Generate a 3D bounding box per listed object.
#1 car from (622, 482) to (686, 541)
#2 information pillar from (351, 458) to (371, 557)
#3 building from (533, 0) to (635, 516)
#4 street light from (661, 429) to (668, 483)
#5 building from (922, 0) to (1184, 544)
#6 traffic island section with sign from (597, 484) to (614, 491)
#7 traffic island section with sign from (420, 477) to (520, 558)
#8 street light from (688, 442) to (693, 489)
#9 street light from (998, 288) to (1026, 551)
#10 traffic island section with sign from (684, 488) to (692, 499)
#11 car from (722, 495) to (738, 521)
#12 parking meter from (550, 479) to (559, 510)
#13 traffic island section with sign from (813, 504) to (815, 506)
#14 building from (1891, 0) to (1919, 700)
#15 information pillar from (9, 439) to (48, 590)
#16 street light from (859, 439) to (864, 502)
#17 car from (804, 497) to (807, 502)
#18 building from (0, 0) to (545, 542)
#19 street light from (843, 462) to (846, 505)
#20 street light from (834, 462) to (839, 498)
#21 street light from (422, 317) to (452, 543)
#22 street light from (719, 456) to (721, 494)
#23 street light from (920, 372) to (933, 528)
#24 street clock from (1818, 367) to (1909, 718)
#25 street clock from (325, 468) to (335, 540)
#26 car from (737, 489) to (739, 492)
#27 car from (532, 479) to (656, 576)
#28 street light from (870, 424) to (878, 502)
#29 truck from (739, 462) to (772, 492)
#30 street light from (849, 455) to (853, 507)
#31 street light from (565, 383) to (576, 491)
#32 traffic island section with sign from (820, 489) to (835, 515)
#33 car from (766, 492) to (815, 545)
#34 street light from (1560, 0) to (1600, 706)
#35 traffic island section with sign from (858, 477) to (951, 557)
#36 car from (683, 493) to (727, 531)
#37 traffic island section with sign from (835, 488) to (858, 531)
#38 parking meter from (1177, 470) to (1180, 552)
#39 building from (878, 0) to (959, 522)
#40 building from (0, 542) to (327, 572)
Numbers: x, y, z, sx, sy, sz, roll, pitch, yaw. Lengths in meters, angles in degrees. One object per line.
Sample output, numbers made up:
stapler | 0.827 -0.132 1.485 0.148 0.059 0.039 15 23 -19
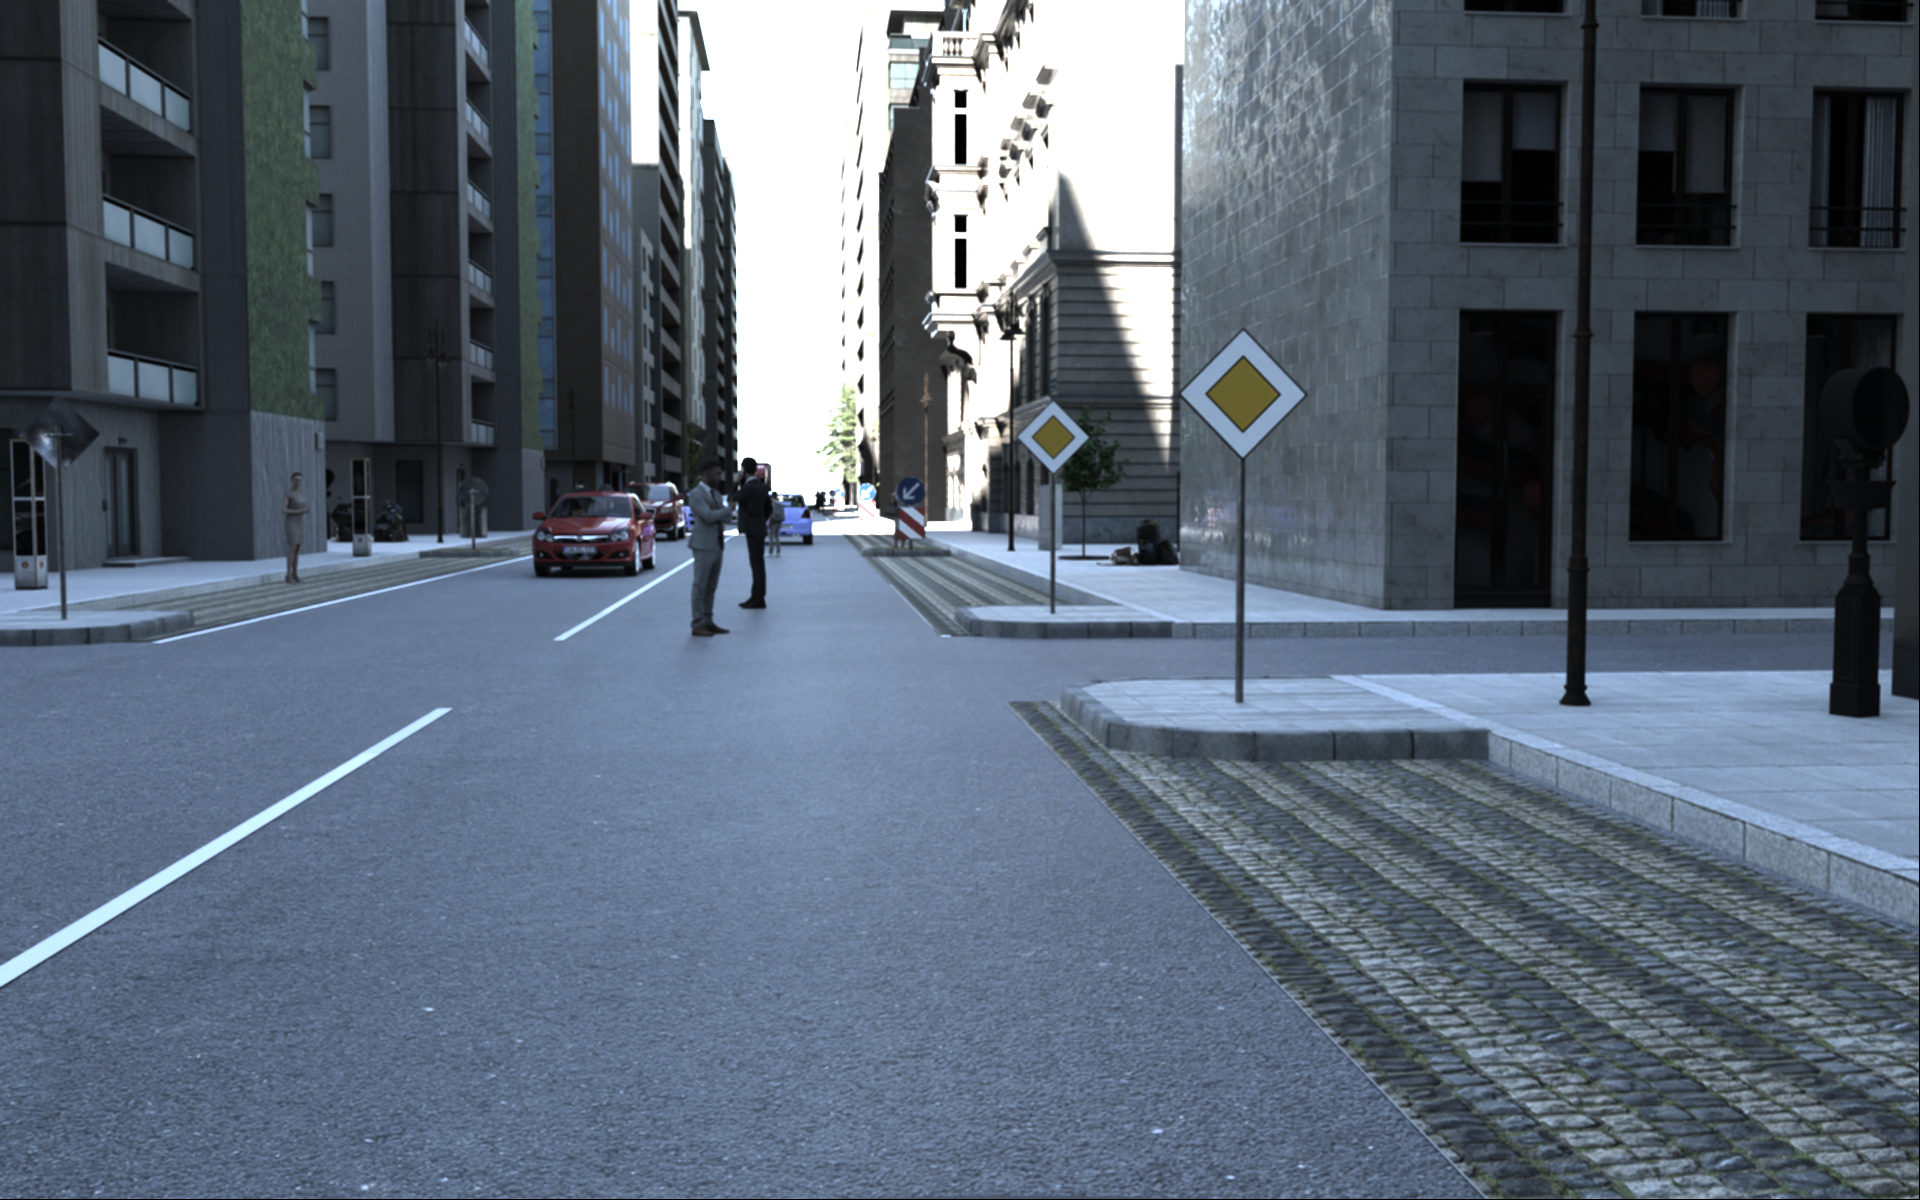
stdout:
car | -9.782 -2.801 54.477 2.281 1.827 5.304 0 4 -5
information pillar | -12.297 -1.900 35.563 0.304 2.012 0.304 0 4 -5
building | -22.554 -26.181 78.169 14.600 45.320 14.200 0 4 -5
street light | -20.627 -9.058 120.878 0.468 5.910 1.993 0 4 -5
building | 6.019 -14.783 60.786 14.460 24.649 34.723 0 4 -5
traffic island section with sign | -13.691 -3.572 67.028 1.989 1.847 2.006 0 4 -5
traffic island section with sign | -11.198 -1.902 39.728 1.989 1.847 2.006 0 4 -5
street light | -23.095 -10.766 148.806 0.468 5.910 1.993 0 4 -5
street light | 1.159 -4.047 38.951 0.468 5.910 1.993 0 4 -5
traffic island section with sign | -18.157 -6.581 116.223 1.989 1.847 2.006 0 4 -5
car | -11.338 -4.418 84.591 2.083 1.381 4.827 0 4 -5
parking meter | -15.623 -3.732 66.724 0.255 1.863 0.399 0 4 2
traffic island section with sign | -15.813 -11.703 199.978 1.989 1.847 2.006 0 4 -5
building | 17.504 -23.021 0.102 21.300 48.544 21.600 0 4 -5
information pillar | -12.496 -1.147 23.252 0.304 2.012 0.304 0 3 0
street light | -8.129 -10.359 142.151 0.468 5.910 1.993 0 4 -5
car | -18.922 -11.778 202.360 2.009 1.686 4.222 0 4 -4
building | -21.909 -22.787 56.159 14.154 41.232 14.086 0 4 -5
street light | -13.206 -13.748 197.569 0.468 5.910 1.993 0 4 -5
street light | -18.250 -17.092 252.235 0.468 5.910 1.993 0 4 -5
street light | -13.702 -4.446 45.479 0.468 5.910 1.993 0 4 -5
street light | -28.274 -14.148 204.105 0.468 5.910 1.993 0 4 -5
street light | -1.281 -5.698 65.949 0.468 5.910 1.993 0 4 -5
street clock | 5.186 -0.331 9.983 0.471 2.002 0.358 -2 4 -24
street clock | -17.875 -2.706 48.806 0.471 2.002 0.358 0 4 -7
car | -17.513 -8.116 141.376 2.281 1.827 5.304 0 4 -5
car | -6.633 -1.382 31.643 2.155 1.783 4.494 0 4 -4
street light | -5.732 -8.694 114.927 0.468 5.910 1.993 0 4 -5
truck | -18.258 -10.144 154.768 2.839 4.237 11.283 0 4 -3
street light | -10.638 -12.015 169.238 0.468 5.910 1.993 0 4 -5
street light | -16.202 -6.103 72.579 0.468 5.910 1.993 0 4 -5
traffic island section with sign | -8.308 -6.661 117.538 1.989 1.847 2.006 0 4 -5
car | -5.156 -2.488 50.276 1.945 1.707 3.694 0 4 -7
street light | 3.752 -2.299 10.383 0.468 5.910 1.993 0 4 -5
traffic island section with sign | -1.288 -1.932 40.224 1.989 1.847 2.006 0 4 -5
car | -9.949 -3.492 66.690 1.945 1.707 3.694 0 4 -6
traffic island section with sign | -3.752 -3.599 67.468 1.989 1.847 2.006 0 4 -5
parking meter | 4.950 -1.982 38.112 0.255 1.863 0.399 2 4 26
building | 2.444 -15.694 86.282 12.332 23.373 15.834 0 4 -5
building | -20.383 -21.166 29.661 14.154 41.232 14.086 0 4 -5
